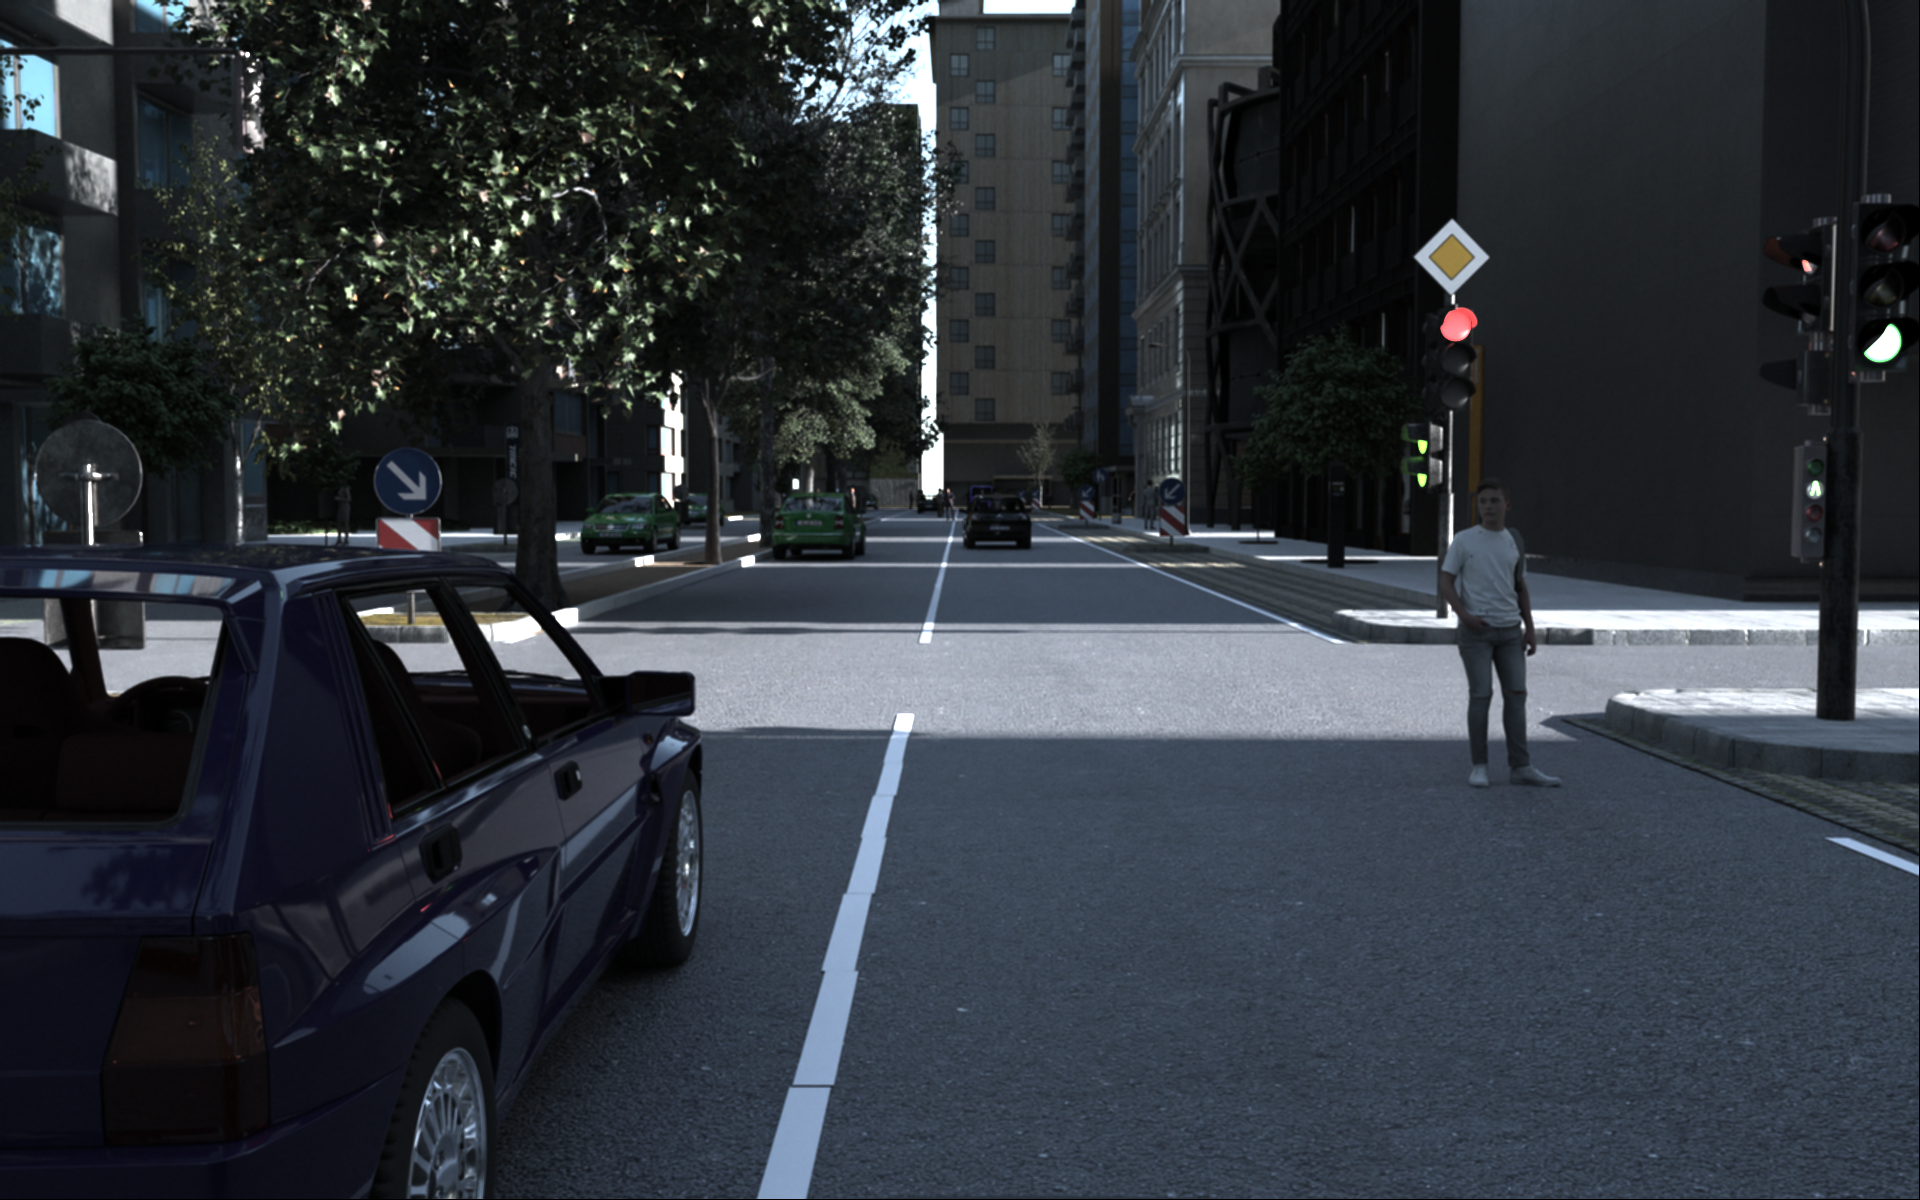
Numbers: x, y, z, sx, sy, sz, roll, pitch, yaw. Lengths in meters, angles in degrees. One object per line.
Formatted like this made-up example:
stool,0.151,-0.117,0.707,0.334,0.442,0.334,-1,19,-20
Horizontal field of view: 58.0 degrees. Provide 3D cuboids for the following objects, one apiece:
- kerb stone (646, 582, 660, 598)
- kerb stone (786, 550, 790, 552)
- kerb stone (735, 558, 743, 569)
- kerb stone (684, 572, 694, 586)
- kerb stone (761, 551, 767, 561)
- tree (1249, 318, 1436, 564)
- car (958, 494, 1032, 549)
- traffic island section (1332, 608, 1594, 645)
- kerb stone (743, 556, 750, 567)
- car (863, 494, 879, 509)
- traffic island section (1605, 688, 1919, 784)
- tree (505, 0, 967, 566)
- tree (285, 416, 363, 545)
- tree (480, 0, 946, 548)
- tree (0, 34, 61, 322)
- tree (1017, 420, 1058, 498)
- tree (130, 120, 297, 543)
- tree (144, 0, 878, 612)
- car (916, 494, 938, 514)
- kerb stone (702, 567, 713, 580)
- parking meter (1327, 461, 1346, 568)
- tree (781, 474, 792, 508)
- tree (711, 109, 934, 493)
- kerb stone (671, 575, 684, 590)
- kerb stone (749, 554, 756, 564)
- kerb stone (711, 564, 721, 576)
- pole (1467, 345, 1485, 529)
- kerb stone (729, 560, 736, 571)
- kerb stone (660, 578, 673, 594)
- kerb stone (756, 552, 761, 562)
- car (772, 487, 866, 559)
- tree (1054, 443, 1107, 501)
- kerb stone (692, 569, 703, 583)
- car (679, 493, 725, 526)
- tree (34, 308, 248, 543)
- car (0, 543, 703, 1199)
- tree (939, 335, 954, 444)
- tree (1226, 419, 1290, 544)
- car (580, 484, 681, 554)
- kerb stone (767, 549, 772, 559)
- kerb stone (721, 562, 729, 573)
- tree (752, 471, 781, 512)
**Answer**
kerb stone,-4.349,-0.115,24.080,0.120,0.150,1.000,0,3,0
kerb stone,-4.327,-1.368,44.564,0.120,0.150,1.000,0,3,0
kerb stone,-4.340,-0.679,33.295,0.120,0.150,1.000,0,3,0
kerb stone,-4.348,-0.300,27.161,0.120,0.150,1.000,0,3,0
kerb stone,-4.330,-0.929,37.386,0.120,0.150,1.000,0,3,0
tree,7.159,-2.974,32.335,4.285,4.588,4.351,0,3,0
car,0.973,-2.253,46.629,2.009,1.686,4.222,0,4,-1
traffic island section,5.025,0.268,17.905,2.009,0.180,2.903,0,3,0
kerb stone,-4.341,-0.741,34.318,0.120,0.150,1.000,0,3,0
car,-8.767,-9.374,165.069,2.131,1.459,4.920,0,3,0
traffic island section,5.018,0.756,9.920,2.009,0.180,2.903,0,3,0
tree,-4.946,-7.433,34.351,12.009,13.543,11.850,0,3,0
tree,-14.796,-2.818,40.682,1.663,3.219,1.824,0,3,0
tree,-6.359,-11.510,46.536,12.611,20.169,13.585,0,3,0
tree,-13.808,-4.378,21.938,4.737,8.622,4.395,0,3,0
tree,7.849,-13.460,170.431,4.360,8.622,3.978,0,3,0
tree,-14.471,-5.186,35.153,4.737,8.622,4.395,0,3,0
tree,-5.190,-6.212,21.033,9.611,12.733,9.660,0,3,0
car,-2.259,-7.187,127.288,2.009,1.686,4.222,0,4,0
kerb stone,-4.344,-0.429,29.206,0.120,0.150,1.000,0,3,0
parking meter,6.554,-1.495,30.149,0.255,1.863,0.399,0,4,5
tree,-14.956,-9.105,143.473,1.663,3.219,1.824,0,3,0
tree,-5.220,-9.109,58.037,9.857,13.997,8.962,0,3,0
kerb stone,-4.347,-0.241,26.133,0.120,0.150,1.000,0,3,0
kerb stone,-4.341,-0.798,35.340,0.120,0.150,1.000,0,3,0
kerb stone,-4.346,-0.491,30.229,0.120,0.150,1.000,0,3,0
pole,7.103,-1.835,23.843,0.158,3.312,0.155,0,3,0
kerb stone,-4.344,-0.614,32.273,0.120,0.150,1.000,0,3,0
kerb stone,-4.346,-0.177,25.102,0.120,0.150,1.000,0,3,0
kerb stone,-4.340,-0.866,36.362,0.120,0.150,1.000,0,3,0
car,-3.161,-1.869,39.353,1.959,1.807,4.718,0,4,2
tree,7.660,-7.742,110.296,4.285,4.588,4.351,0,3,0
kerb stone,-4.353,-0.366,28.183,0.120,0.150,1.000,0,3,0
car,-11.534,-4.141,76.510,1.959,1.807,4.718,0,4,1
tree,-14.432,-2.867,30.595,4.285,4.588,4.351,0,3,0
car,-1.676,0.518,4.111,1.945,1.354,3.894,0,3,0
tree,-5.071,-9.078,67.891,9.611,12.733,9.660,0,3,0
tree,7.662,-3.086,45.066,1.663,3.219,1.824,0,3,0
car,-8.135,-2.088,42.936,1.959,1.807,4.718,0,4,2
kerb stone,-4.335,-0.989,38.409,0.120,0.150,1.000,0,3,0
kerb stone,-4.345,-0.547,31.251,0.120,0.150,1.000,0,3,0
tree,-14.178,-7.933,124.304,1.663,3.219,1.824,0,3,0
